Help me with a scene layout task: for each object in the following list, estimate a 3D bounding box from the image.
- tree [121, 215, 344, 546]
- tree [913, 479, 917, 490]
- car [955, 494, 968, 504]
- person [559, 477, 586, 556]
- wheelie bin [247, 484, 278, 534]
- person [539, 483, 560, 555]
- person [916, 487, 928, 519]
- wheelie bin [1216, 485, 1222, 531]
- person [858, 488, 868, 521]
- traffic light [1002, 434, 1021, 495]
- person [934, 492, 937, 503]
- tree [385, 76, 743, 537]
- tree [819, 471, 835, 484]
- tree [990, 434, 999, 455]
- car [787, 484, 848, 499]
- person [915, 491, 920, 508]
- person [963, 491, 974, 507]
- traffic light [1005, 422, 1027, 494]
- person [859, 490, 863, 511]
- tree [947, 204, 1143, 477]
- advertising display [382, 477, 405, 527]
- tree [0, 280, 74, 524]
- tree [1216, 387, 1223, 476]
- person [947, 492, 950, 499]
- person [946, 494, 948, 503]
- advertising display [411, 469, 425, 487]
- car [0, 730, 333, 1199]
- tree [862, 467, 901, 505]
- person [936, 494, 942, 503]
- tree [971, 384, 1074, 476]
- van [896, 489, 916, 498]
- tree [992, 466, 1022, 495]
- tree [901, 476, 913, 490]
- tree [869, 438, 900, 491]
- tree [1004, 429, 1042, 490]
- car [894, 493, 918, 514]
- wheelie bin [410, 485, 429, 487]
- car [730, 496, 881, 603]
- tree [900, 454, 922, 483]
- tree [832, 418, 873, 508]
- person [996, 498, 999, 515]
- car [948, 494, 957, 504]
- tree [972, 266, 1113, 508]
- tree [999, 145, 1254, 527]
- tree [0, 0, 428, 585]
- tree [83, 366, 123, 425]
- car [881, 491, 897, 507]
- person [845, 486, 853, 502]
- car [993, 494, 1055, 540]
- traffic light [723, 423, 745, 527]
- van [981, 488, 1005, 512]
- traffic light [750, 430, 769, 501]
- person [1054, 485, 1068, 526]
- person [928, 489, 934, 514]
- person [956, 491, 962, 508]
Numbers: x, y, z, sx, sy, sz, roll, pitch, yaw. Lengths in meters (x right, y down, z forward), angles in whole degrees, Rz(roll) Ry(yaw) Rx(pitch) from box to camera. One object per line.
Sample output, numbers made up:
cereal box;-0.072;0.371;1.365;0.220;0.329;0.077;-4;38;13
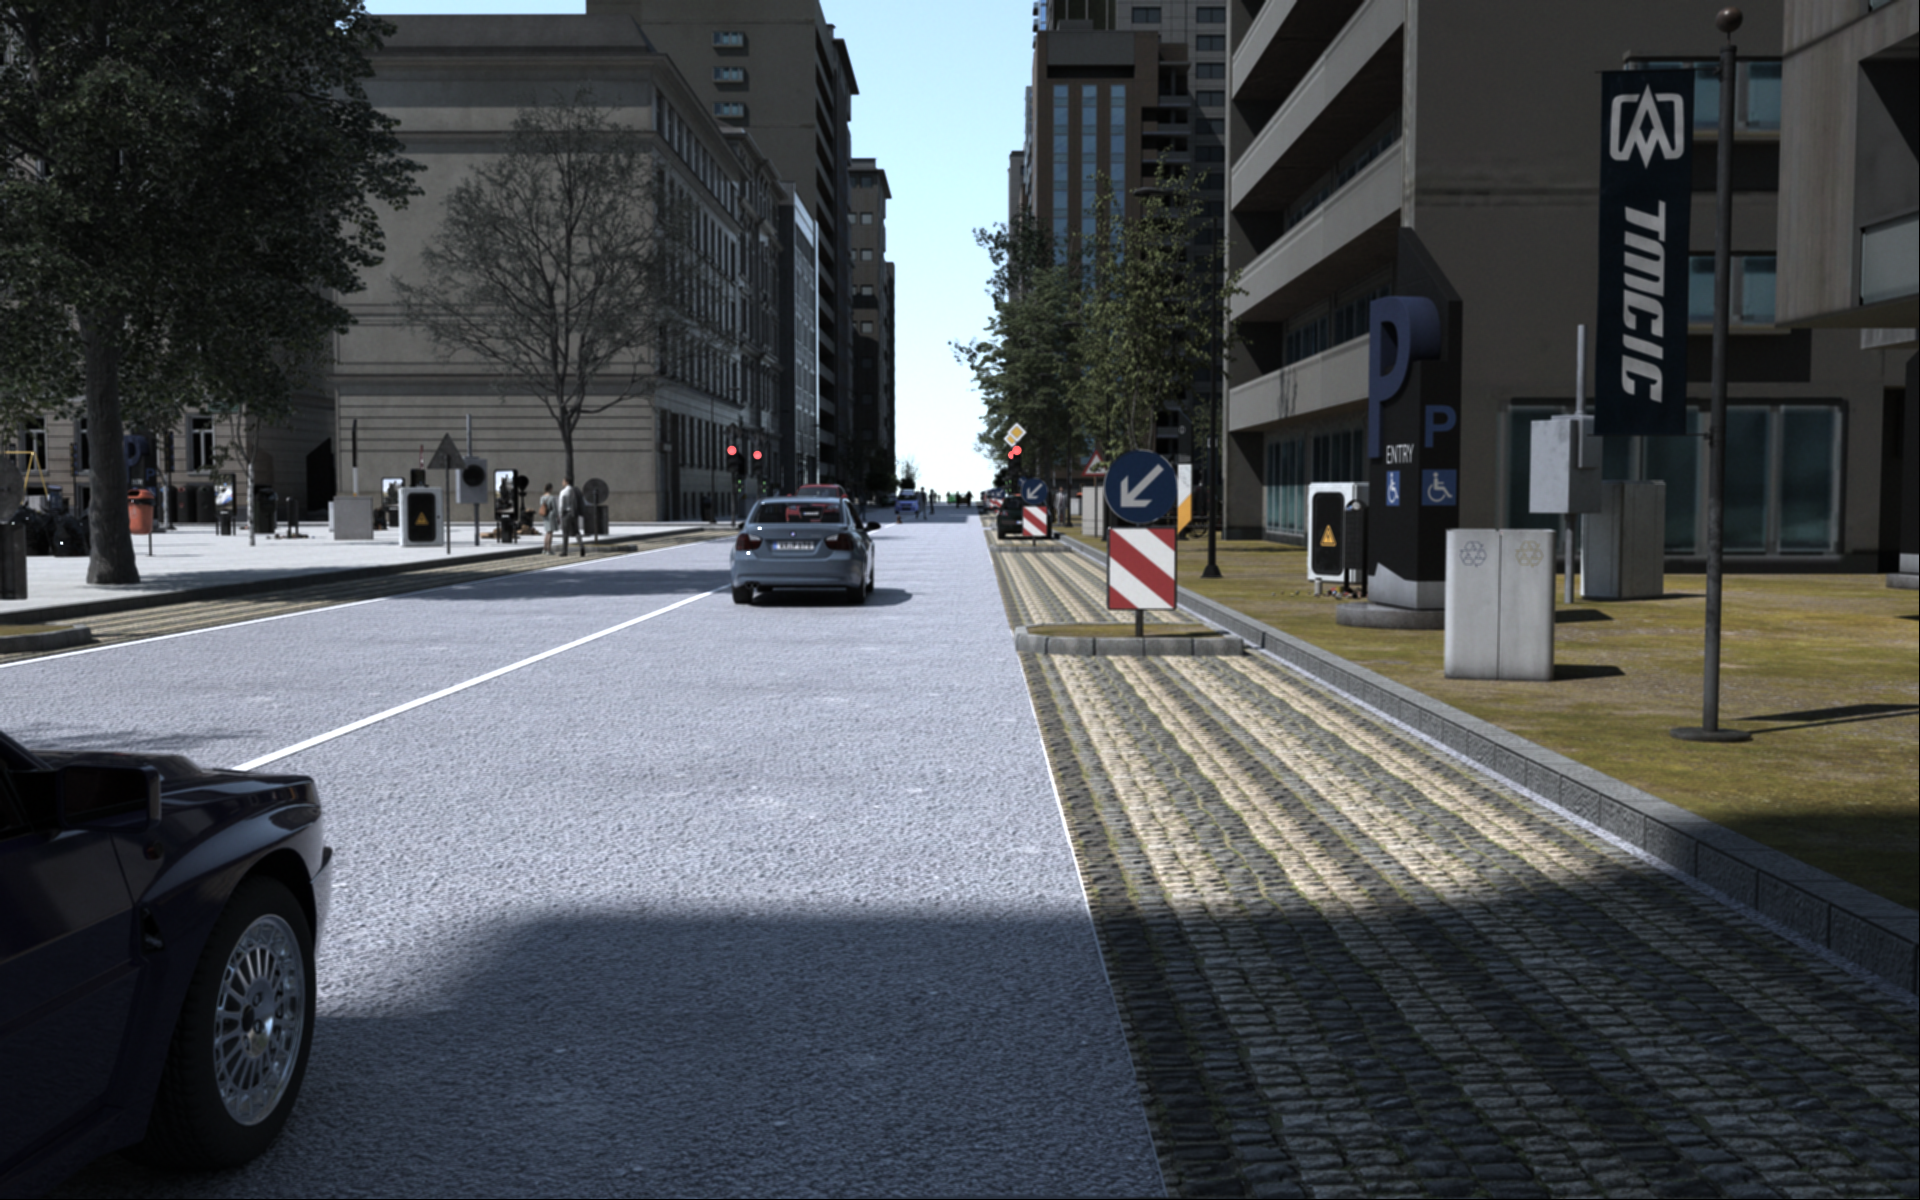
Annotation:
tree;-17.523;-5.656;42.836;4.360;8.622;3.978;0;3;0
tree;-9.184;-19.423;301.286;4.285;4.588;4.351;0;3;0
car;0.416;-12.878;220.780;2.015;1.641;3.980;0;4;0
person;-8.868;-1.898;39.631;0.850;1.850;0.679;3;5;42
wheelie bin;-22.623;-2.960;56.298;0.693;1.594;0.980;3;4;37
person;-9.665;-1.909;40.720;0.512;1.701;0.522;2;4;27
person;-2.160;-5.489;98.126;0.818;1.842;0.514;3;5;45
wheelie bin;9.046;-3.177;59.853;0.980;1.594;0.693;-1;4;-13
person;-5.159;-5.103;92.278;0.721;1.781;0.623;-3;5;-43
traffic light;2.261;-5.307;75.698;0.839;4.253;0.868;0;4;0
person;-3.940;-16.120;272.076;0.705;1.821;1.348;3;5;40
tree;-11.695;-8.635;51.551;12.009;13.543;11.850;0;3;0
tree;-10.514;-8.889;139.941;1.663;3.219;1.824;0;3;0
tree;4.748;-11.357;136.056;4.737;8.622;4.395;0;3;0
car;-5.243;-3.423;64.634;2.281;1.827;5.304;0;4;2
person;-3.593;-8.420;147.163;0.512;1.701;0.522;-1;4;-19
person;0.966;-11.117;190.291;1.348;1.821;0.705;2;4;29
traffic light;2.199;-4.819;67.713;0.839;4.253;0.868;0;4;0
person;-8.472;-8.613;149.805;0.515;1.767;0.782;0;4;0
tree;5.586;-15.626;111.372;12.611;20.169;13.585;0;3;0
advertising display;-22.034;-3.802;67.383;0.974;1.923;0.123;1;4;16
tree;-30.564;-6.412;55.192;4.737;8.622;4.395;0;3;0
tree;16.892;-9.304;102.480;4.360;8.622;3.978;0;3;0
person;-1.620;-15.049;254.692;0.705;1.807;1.348;-2;4;-27
person;-1.846;-16.330;275.476;1.348;1.826;0.705;-2;4;-31
advertising display;-14.007;-2.422;44.808;0.123;1.923;0.974;0;4;-3
car;-2.391;0.612;2.567;1.945;1.354;3.894;0;4;2
tree;-10.374;-14.974;228.534;4.285;4.588;4.351;0;3;0
person;-3.224;-15.602;266.847;1.065;1.426;0.557;0;4;4
tree;5.132;-12.821;144.031;8.767;10.594;7.601;-1;4;-9
van;-4.754;-9.127;156.238;2.013;2.044;4.112;0;4;-1
tree;5.145;-11.967;179.375;4.285;4.588;4.351;0;3;0
tree;-9.698;-15.614;239.005;4.285;4.588;4.351;0;3;0
tree;-10.000;-16.596;221.706;4.737;8.622;4.395;0;3;0
tree;5.851;-12.504;154.806;4.360;8.622;3.978;0;3;0
car;-3.905;-7.199;127.291;1.945;1.707;3.694;0;4;-1
wheelie bin;-18.320;-3.113;58.809;0.980;1.594;0.693;0;4;-2
car;-2.120;-0.732;23.976;2.014;1.417;4.499;0;4;0
tree;-9.140;-22.026;310.478;4.360;8.622;3.978;0;3;0
tree;-10.140;-13.115;164.793;4.360;8.622;3.978;0;3;0
person;2.616;-6.577;116.004;0.580;1.828;0.573;-1;4;-12
car;-0.736;-14.329;243.081;1.959;1.807;4.718;0;4;-1
tree;4.221;-10.287;86.315;7.486;12.596;7.792;0;3;0
tree;4.135;-5.341;37.681;4.737;8.622;4.395;0;3;0
tree;-12.117;-7.205;24.451;9.857;13.997;8.962;0;3;0
tree;-30.239;-7.024;65.207;4.360;8.622;3.978;0;3;0
car;-7.701;-11.102;190.321;1.959;1.807;4.718;0;4;1
person;-6.285;-5.405;96.232;0.648;1.900;0.474;1;4;20
car;2.056;-2.805;55.655;2.009;1.686;4.222;0;4;1
traffic light;-8.862;-4.823;67.782;0.839;4.253;0.868;0;4;0
van;2.590;-7.590;131.104;2.013;2.044;4.112;0;4;1
traffic light;-8.800;-5.312;75.767;0.839;4.253;0.868;0;4;0
person;4.283;-3.917;72.820;0.678;1.792;0.850;0;4;8
person;-2.104;-7.084;124.506;0.526;1.800;0.537;2;4;24
person;-0.157;-10.510;181.056;0.721;1.735;1.217;-2;4;-27
